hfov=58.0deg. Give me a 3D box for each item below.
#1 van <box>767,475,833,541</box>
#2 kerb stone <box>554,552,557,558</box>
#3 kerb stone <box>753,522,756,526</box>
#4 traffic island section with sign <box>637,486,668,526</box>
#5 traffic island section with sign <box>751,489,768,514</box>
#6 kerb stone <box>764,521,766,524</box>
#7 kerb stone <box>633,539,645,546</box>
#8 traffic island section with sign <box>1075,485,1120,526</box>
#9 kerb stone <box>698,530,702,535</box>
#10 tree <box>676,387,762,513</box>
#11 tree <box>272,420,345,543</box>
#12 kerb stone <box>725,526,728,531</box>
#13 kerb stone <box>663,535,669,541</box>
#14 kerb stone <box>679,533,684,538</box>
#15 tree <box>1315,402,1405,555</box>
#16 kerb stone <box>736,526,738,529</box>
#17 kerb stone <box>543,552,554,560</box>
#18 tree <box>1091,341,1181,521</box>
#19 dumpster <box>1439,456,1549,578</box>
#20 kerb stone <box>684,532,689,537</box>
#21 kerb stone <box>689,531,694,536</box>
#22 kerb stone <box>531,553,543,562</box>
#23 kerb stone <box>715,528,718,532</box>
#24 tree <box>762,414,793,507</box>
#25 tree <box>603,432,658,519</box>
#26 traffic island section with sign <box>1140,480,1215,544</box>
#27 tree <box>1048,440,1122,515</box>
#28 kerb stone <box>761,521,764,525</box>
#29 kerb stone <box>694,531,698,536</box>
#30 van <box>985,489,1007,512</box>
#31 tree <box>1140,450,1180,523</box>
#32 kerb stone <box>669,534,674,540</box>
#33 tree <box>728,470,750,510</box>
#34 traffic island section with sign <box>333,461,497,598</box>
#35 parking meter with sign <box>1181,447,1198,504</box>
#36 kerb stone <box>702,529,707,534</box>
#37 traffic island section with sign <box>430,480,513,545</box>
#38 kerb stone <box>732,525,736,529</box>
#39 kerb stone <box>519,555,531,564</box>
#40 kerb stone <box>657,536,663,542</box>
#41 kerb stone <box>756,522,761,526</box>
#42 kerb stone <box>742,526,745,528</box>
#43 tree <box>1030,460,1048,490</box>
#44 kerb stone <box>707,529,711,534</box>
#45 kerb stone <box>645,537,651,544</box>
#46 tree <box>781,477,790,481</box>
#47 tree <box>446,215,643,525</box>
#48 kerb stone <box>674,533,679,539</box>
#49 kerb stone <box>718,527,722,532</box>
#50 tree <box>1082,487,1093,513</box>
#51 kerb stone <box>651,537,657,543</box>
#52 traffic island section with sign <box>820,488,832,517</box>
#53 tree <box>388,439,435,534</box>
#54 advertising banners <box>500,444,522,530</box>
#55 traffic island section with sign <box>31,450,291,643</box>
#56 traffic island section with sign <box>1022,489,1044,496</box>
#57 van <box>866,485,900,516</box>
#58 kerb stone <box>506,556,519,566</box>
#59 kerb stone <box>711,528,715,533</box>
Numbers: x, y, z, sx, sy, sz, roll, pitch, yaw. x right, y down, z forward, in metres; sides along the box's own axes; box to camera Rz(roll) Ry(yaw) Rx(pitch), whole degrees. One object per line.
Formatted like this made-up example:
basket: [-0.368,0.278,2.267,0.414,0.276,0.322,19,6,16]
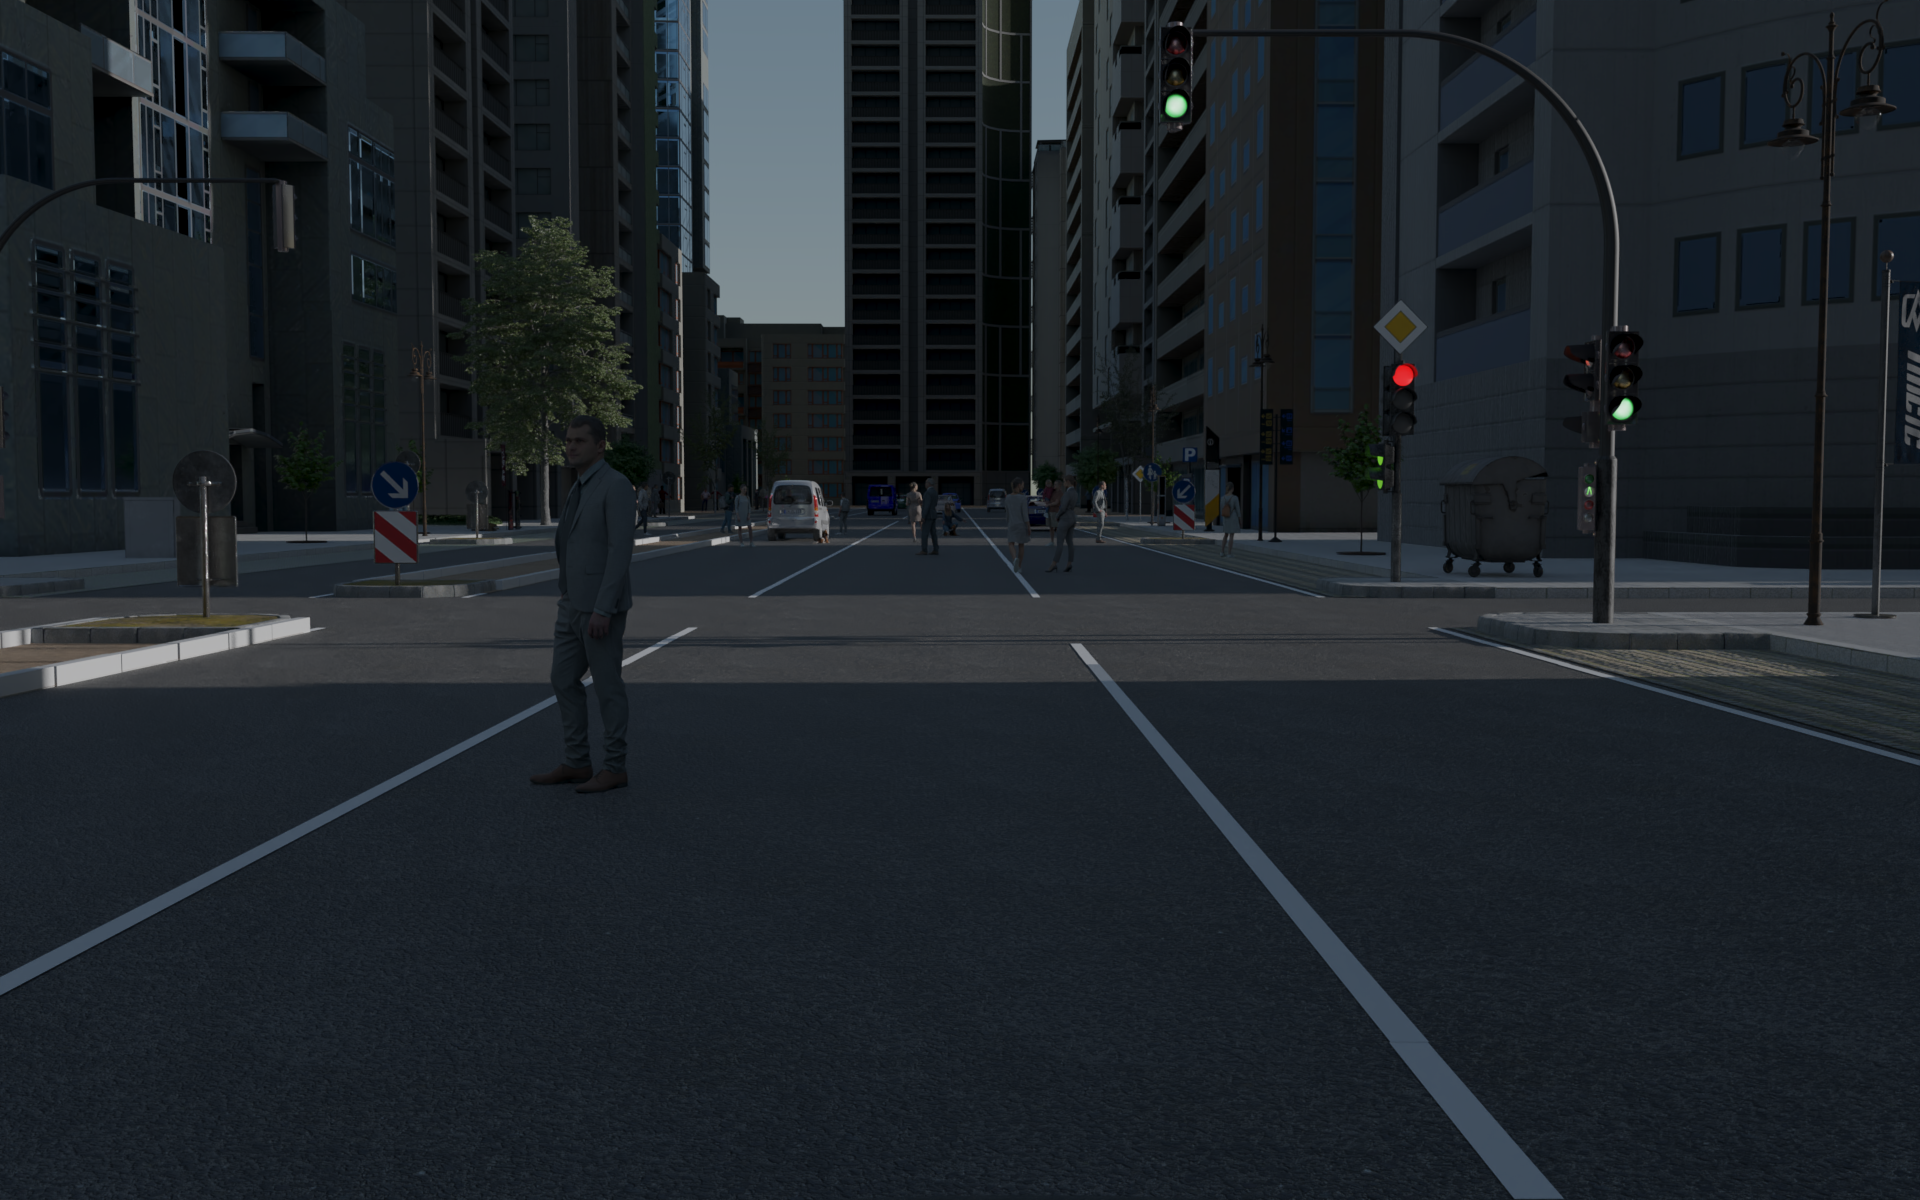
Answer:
van: [-5.043,-2.890,54.260,2.013,2.044,4.112,0,4,0]
kerb stone: [-9.030,-0.989,38.524,0.120,0.150,1.000,0,4,0]
kerb stone: [-9.244,-3.316,76.414,0.120,0.150,1.000,0,4,0]
traffic island section with sign: [-14.137,-4.206,77.392,1.989,1.847,2.006,0,4,0]
traffic island section with sign: [-14.391,-7.234,126.911,1.989,1.847,2.006,0,4,0]
kerb stone: [-9.260,-3.568,80.534,0.120,0.150,1.000,0,4,0]
kerb stone: [-9.093,-1.621,48.763,0.120,0.150,1.000,0,4,0]
traffic island section with sign: [6.089,-4.219,77.602,1.989,1.847,2.006,0,4,0]
kerb stone: [-9.146,-2.314,60.025,0.120,0.150,1.000,0,4,0]
tree: [-16.904,-10.249,117.932,4.737,8.622,4.395,0,3,0]
tree: [-17.312,-3.120,45.606,1.663,3.219,1.824,0,3,0]
kerb stone: [-9.189,-2.749,67.203,0.120,0.150,1.000,0,4,0]
kerb stone: [-9.110,-1.875,52.860,0.120,0.150,1.000,0,4,0]
kerb stone: [-9.130,-2.063,55.929,0.120,0.150,1.000,0,4,0]
tree: [8.600,-2.562,36.490,1.663,3.219,1.824,0,3,0]
kerb stone: [-9.206,-3.003,71.301,0.120,0.150,1.000,0,4,0]
kerb stone: [-9.023,-0.936,37.495,0.120,0.150,1.000,0,4,0]
tree: [8.185,-8.124,83.185,4.360,8.622,3.978,0,3,0]
dumpster: [8.419,-1.317,27.297,1.264,1.857,1.865,0,4,-1]
kerb stone: [-9.135,-2.125,56.952,0.120,0.150,1.000,0,4,0]
kerb stone: [-9.131,-2.188,57.974,0.120,0.150,1.000,0,4,0]
kerb stone: [-9.022,-0.873,36.473,0.120,0.150,1.000,0,4,0]
kerb stone: [-9.172,-2.565,64.129,0.120,0.150,1.000,0,4,0]
tree: [-17.673,-12.888,161.081,4.737,8.622,4.395,0,3,0]
tree: [-17.597,-6.554,90.864,4.285,4.588,4.351,0,3,0]
traffic island section with sign: [6.243,-2.528,49.968,1.989,1.847,2.006,0,4,0]
tree: [8.217,-7.447,105.480,4.285,4.588,4.351,0,3,0]
kerb stone: [-9.248,-3.505,79.498,0.120,0.150,1.000,0,4,0]
kerb stone: [-9.135,-2.251,58.999,0.120,0.150,1.000,0,4,0]
van: [2.979,-7.984,137.554,2.013,2.044,4.112,0,4,2]
tree: [8.627,-4.985,76.104,1.663,3.219,1.824,0,3,0]
kerb stone: [-9.123,-1.938,53.882,0.120,0.150,1.000,0,4,0]
tree: [-17.834,-8.840,139.129,1.663,3.219,1.824,0,3,0]
traffic island section with sign: [-7.889,-1.022,24.842,2.006,1.907,1.989,0,4,0]
parking meter with sign: [8.374,-4.137,63.895,0.543,3.016,1.738,1,4,15]
kerb stone: [-9.153,-2.376,61.047,0.120,0.150,1.000,0,4,0]
traffic island section with sign: [-13.976,-2.516,49.757,1.989,1.847,2.006,0,4,0]
kerb stone: [-9.199,-2.878,69.250,0.120,0.150,1.000,0,4,0]
kerb stone: [-9.013,-0.811,35.450,0.120,0.150,1.000,0,4,0]
kerb stone: [-9.106,-1.804,51.838,0.120,0.150,1.000,0,4,0]
kerb stone: [-9.243,-3.442,78.470,0.120,0.150,1.000,0,4,0]
kerb stone: [-9.217,-3.066,72.324,0.120,0.150,1.000,0,4,0]
tree: [8.043,-10.919,162.232,4.285,4.588,4.351,0,3,0]
kerb stone: [-9.163,-2.435,62.081,0.120,0.150,1.000,0,4,0]
kerb stone: [-9.090,-1.680,49.788,0.120,0.150,1.000,0,4,0]
tree: [-17.964,-11.211,177.898,1.663,3.219,1.824,0,3,0]
tree: [-16.870,-9.326,70.604,7.486,12.596,7.792,0,3,0]
kerb stone: [-9.118,-2.001,54.904,0.120,0.150,1.000,0,4,0]
kerb stone: [-9.181,-2.627,65.154,0.120,0.150,1.000,0,4,0]
tree: [9.004,-7.455,116.497,1.663,3.219,1.824,0,3,0]
kerb stone: [-9.096,-1.750,50.810,0.120,0.150,1.000,0,4,0]
traffic island section with sign: [-8.313,-5.617,99.980,2.006,1.907,1.989,0,4,0]
tree: [-17.548,-3.746,55.854,1.663,3.219,1.824,0,3,0]
advertising banners: [-16.024,-4.010,61.744,0.090,3.025,2.074,0,4,4]
traffic island section with sign: [-7.858,-0.569,17.435,2.006,1.907,1.989,0,4,0]
traffic island section with sign: [5.801,-7.271,127.512,1.989,1.847,2.006,0,4,0]
van: [-5.229,-6.894,117.102,2.240,2.365,5.245,0,4,0]
kerb stone: [-9.004,-0.748,34.423,0.120,0.150,1.000,0,4,0]
kerb stone: [-9.164,-2.502,63.107,0.120,0.150,1.000,0,4,0]
